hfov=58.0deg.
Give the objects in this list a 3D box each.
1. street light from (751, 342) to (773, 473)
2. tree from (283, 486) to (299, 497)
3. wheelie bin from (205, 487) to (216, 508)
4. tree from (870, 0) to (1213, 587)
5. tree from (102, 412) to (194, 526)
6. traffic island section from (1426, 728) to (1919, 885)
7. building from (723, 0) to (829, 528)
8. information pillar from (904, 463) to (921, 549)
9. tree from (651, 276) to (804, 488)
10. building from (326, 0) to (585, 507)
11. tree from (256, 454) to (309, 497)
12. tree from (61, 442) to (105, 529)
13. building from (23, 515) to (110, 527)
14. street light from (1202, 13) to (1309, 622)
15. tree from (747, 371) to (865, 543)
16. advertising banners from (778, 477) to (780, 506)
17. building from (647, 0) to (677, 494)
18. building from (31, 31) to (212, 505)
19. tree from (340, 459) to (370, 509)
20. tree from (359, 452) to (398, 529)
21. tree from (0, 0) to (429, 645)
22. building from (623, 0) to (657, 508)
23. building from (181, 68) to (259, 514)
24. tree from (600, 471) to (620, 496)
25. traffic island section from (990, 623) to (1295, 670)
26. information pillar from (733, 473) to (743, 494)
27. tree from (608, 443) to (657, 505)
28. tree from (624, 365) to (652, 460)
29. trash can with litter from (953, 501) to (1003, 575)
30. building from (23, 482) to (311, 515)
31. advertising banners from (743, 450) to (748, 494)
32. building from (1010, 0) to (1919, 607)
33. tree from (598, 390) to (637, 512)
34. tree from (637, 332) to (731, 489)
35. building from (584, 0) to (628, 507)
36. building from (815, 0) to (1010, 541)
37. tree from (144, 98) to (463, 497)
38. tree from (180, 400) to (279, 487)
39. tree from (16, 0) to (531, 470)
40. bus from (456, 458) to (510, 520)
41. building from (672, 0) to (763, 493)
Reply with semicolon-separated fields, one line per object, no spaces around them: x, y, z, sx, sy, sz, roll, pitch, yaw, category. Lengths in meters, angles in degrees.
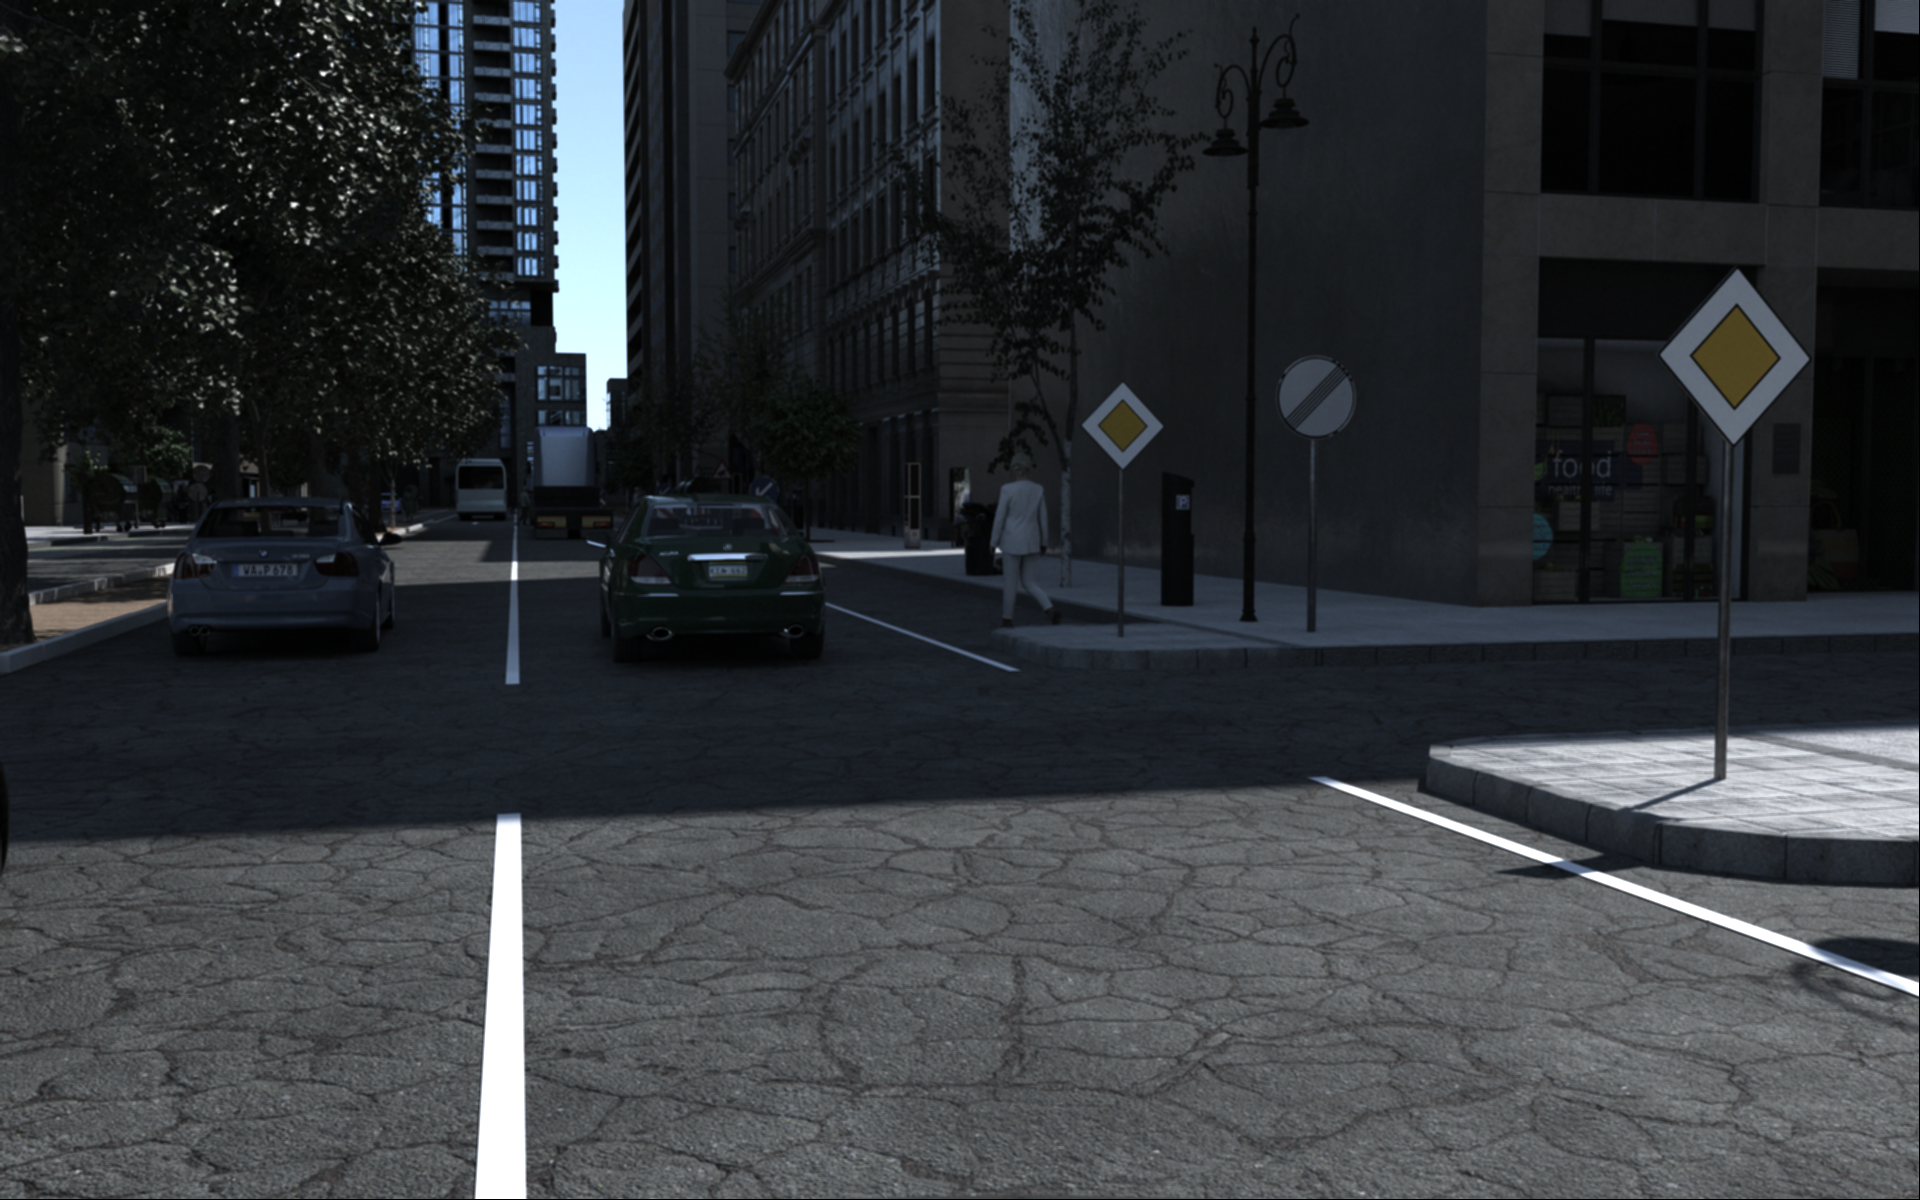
-6.047;-4.898;52.875;0.468;5.910;1.993;-1;4;-14;street light
-43.482;-9.952;113.075;4.737;8.622;4.395;0;3;0;tree
-34.428;-4.397;79.799;0.693;1.594;0.980;-2;4;-26;wheelie bin
1.228;-4.484;23.675;4.360;8.622;3.978;0;3;0;tree
-32.750;-5.275;69.965;4.285;4.588;4.351;0;3;0;tree
3.444;0.884;7.825;2.009;0.180;2.903;-1;4;-14;traffic island section
-2.895;-17.144;77.570;12.463;27.353;25.104;-1;4;-14;building
-1.120;-2.214;40.688;0.304;2.012;0.304;-2;4;-23;information pillar
-6.906;-6.564;57.687;4.737;8.622;4.395;0;3;0;tree
-55.064;-52.948;178.379;31.000;86.520;22.319;-1;4;-14;building
-41.052;-7.450;105.525;4.285;4.588;4.351;0;3;0;tree
-32.402;-4.268;64.383;1.663;3.219;1.824;0;3;0;tree
-47.641;-13.086;58.989;27.650;21.520;28.899;-1;4;-14;building
2.912;-2.723;17.301;0.468;5.910;1.993;-1;4;-14;street light
-4.089;-3.838;46.473;4.285;4.588;4.351;0;3;0;tree
-5.647;-3.530;53.899;0.090;3.025;2.074;0;4;-5;advertising banners
-16.299;-29.522;132.797;14.600;45.320;14.200;-1;4;-14;building
-56.396;-30.728;91.638;28.713;52.752;27.495;-1;4;-14;building
-52.368;-10.226;150.915;4.285;4.588;4.351;0;3;0;tree
-23.431;-7.247;71.302;4.360;8.622;3.978;0;3;0;tree
-9.302;-6.556;16.295;9.857;13.997;8.962;0;3;0;tree
-17.825;-32.288;151.605;21.300;48.544;21.600;-1;4;-14;building
-54.542;-28.362;113.826;14.600;45.320;14.200;-1;4;-14;building
-29.559;-9.333;147.199;1.663;3.219;1.824;0;3;0;tree
1.461;0.411;15.561;2.009;0.180;2.903;-1;4;-14;traffic island section
-7.819;-3.457;61.019;0.304;2.012;0.304;0;4;6;information pillar
-20.815;-7.768;110.727;4.285;4.588;4.351;0;3;0;tree
-16.192;-8.776;93.847;4.737;8.622;4.395;0;3;0;tree
0.454;-0.987;27.530;1.055;1.170;0.624;-3;5;-42;trash can with litter
-67.175;-17.856;136.991;28.899;21.520;27.650;-1;4;-14;building
-8.495;-4.434;68.686;0.090;3.025;2.074;0;4;-1;advertising banners
19.938;-13.930;32.278;34.151;26.468;19.350;-1;4;-14;building
-23.526;-10.520;122.371;4.360;8.622;3.978;0;3;0;tree
-12.372;-7.824;78.292;4.360;8.622;3.978;0;3;0;tree
-24.094;-53.401;185.769;31.000;86.520;22.319;-1;4;-14;building
1.721;-12.658;56.113;9.793;20.994;18.267;-1;4;-14;building
-14.524;-6.077;36.232;8.767;10.594;7.601;-1;4;-14;tree
-37.321;-8.417;87.980;4.737;8.622;4.395;0;3;0;tree
-11.893;-6.630;27.870;9.611;12.733;9.660;0;3;0;tree
-26.771;-6.261;97.228;2.948;3.499;13.247;-1;4;-14;bus
-8.068;-34.900;112.612;21.231;58.520;28.212;-1;4;-14;building
